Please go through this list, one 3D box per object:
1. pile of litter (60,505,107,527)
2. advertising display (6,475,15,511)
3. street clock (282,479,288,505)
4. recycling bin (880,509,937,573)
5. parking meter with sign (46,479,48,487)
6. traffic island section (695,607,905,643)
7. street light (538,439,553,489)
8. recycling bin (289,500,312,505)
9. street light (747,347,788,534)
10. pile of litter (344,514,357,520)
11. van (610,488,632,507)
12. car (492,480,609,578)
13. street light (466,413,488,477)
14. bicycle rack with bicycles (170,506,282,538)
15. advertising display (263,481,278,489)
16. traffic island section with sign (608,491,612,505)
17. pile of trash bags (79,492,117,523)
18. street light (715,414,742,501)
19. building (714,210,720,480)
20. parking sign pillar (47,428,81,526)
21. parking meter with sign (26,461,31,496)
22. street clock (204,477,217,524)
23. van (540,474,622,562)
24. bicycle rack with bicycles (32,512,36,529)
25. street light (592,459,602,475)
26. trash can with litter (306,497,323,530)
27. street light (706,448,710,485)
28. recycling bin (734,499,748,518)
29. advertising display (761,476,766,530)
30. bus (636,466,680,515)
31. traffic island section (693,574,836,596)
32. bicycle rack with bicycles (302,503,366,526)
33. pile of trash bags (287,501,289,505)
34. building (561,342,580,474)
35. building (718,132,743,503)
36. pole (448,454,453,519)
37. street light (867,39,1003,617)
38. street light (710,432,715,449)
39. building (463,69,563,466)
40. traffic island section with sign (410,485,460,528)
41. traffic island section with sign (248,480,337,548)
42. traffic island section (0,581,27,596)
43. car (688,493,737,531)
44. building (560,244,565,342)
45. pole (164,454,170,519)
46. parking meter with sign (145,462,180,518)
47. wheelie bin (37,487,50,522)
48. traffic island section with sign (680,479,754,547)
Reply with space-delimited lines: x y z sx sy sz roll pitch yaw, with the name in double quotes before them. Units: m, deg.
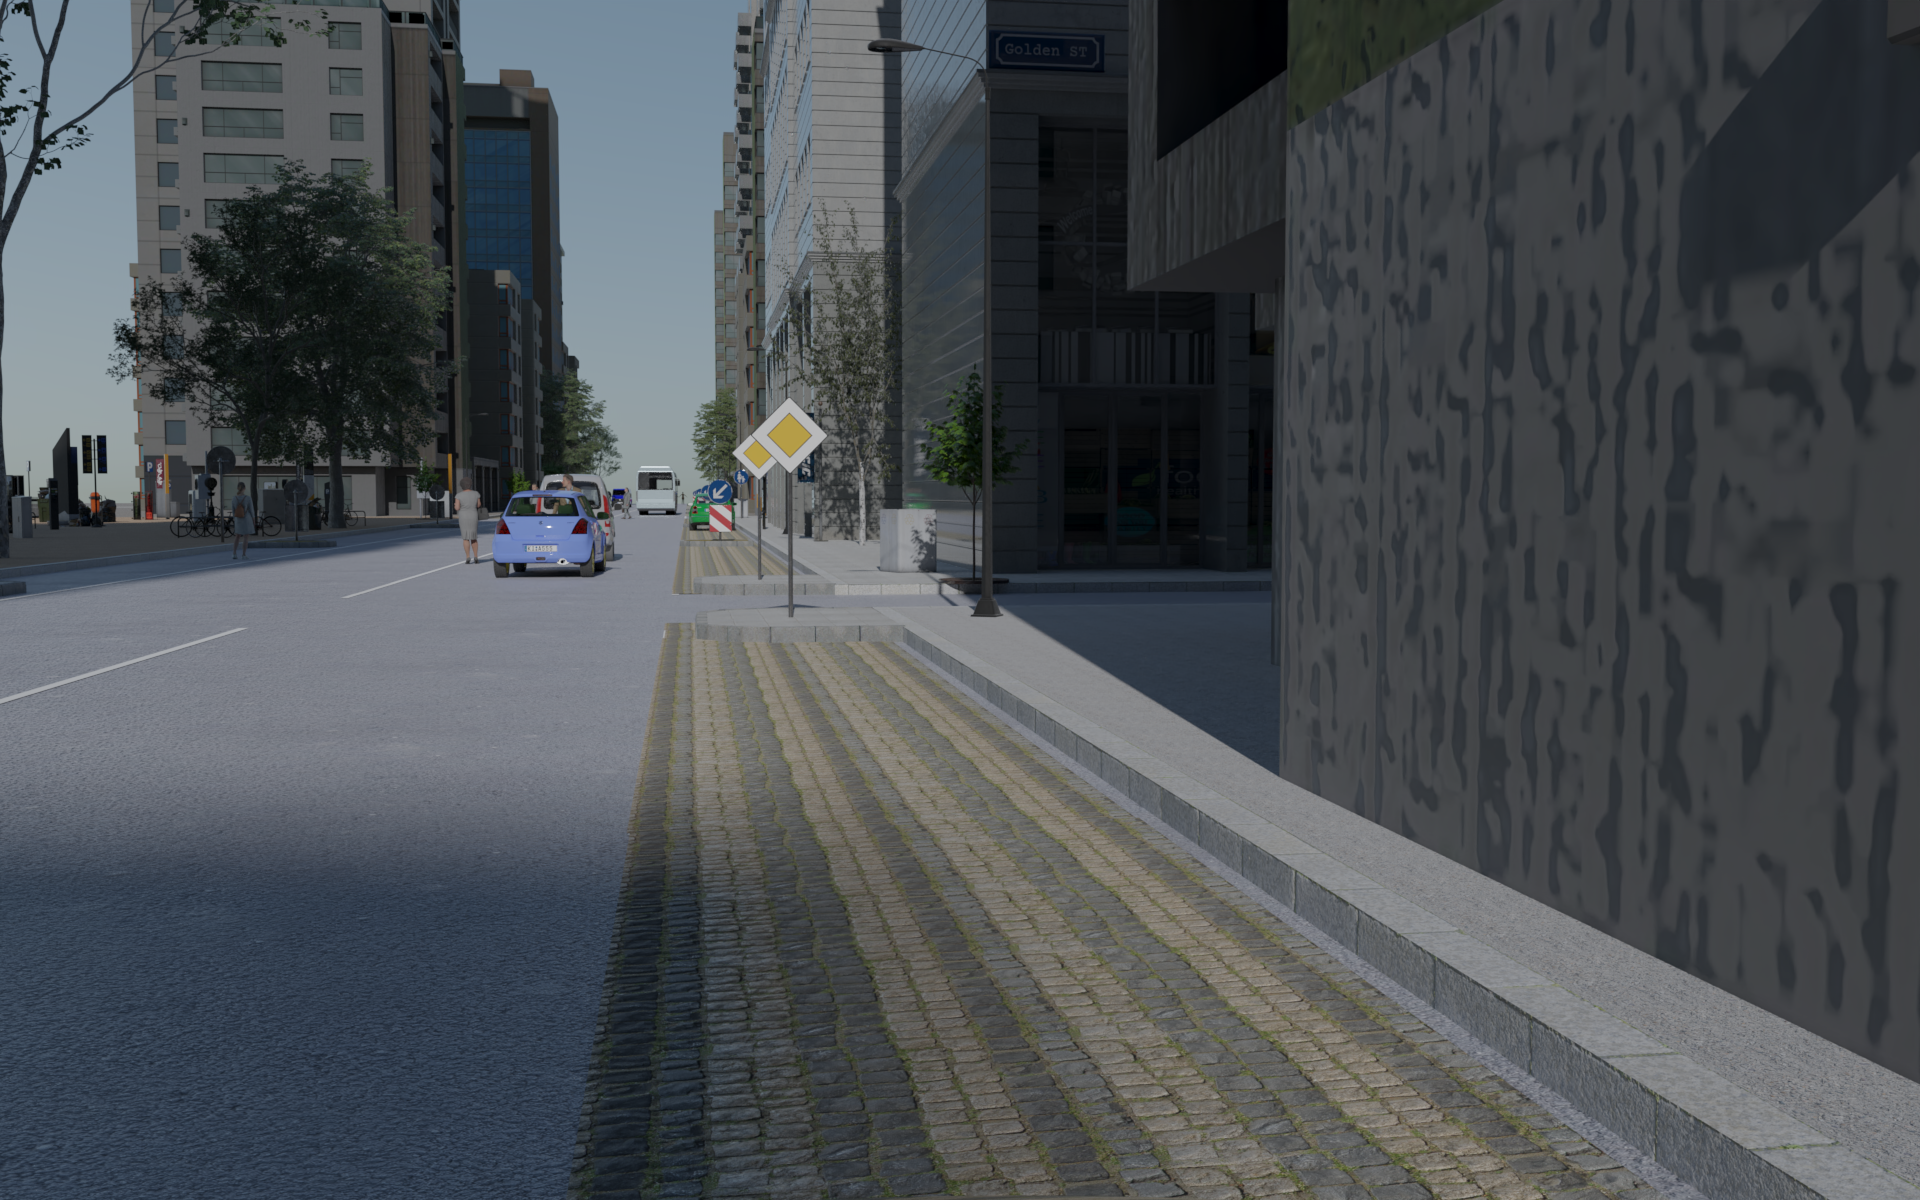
"pile of litter" -34.744 -3.341 68.587 1.719 0.858 1.176 -2 4 -26
"advertising display" -32.223 -3.242 58.225 0.974 1.923 0.123 1 4 10
"street clock" -32.852 -4.880 84.365 0.358 2.002 0.471 -1 4 -10
"recycling bin" -0.854 -0.981 28.595 0.722 1.027 0.722 -2 4 -30
"parking meter with sign" -46.196 -5.632 88.338 1.738 3.016 0.543 2 4 33
"traffic island section" -1.741 0.259 18.039 2.009 0.180 2.903 -1 4 -9
"street light" -34.787 -10.568 145.328 1.470 5.913 1.316 -1 4 -9
"recycling bin" -27.740 -3.689 72.867 0.722 1.027 0.722 0 4 -2
"street light" -6.044 -5.041 54.963 1.470 5.913 1.316 -1 4 -9
"pile of litter" -30.500 -4.354 85.160 1.719 0.858 1.176 -1 4 -22
"van" -36.188 -11.061 185.225 2.240 2.365 5.245 0 4 -7
"car" -7.287 -1.308 30.970 1.945 1.707 3.694 0 4 -7
"street light" -27.791 -7.768 99.553 1.470 5.913 1.316 -1 4 -9
"bicycle rack with bicycles" -22.036 -2.326 51.415 2.925 0.926 2.852 0 4 1
"advertising display" -35.187 -5.090 88.438 0.974 1.923 0.123 2 4 30
"traffic island section with sign" -46.855 -13.613 231.195 1.989 1.847 2.006 -1 4 -9
"pile of trash bags" -39.172 -4.191 78.279 1.912 1.369 3.447 -2 4 -31
"street light" -13.238 -7.812 100.274 1.470 5.913 1.316 -1 4 -9
"building" -28.569 -34.764 251.981 14.154 41.232 14.086 -1 4 -9
"parking sign pillar" -36.638 -5.044 70.937 1.447 3.967 1.447 3 4 38
"parking meter with sign" -49.317 -5.737 90.065 1.738 3.016 0.543 -3 5 -41
"street clock" -32.515 -4.321 75.220 0.358 2.002 0.471 2 4 35
"van" -8.433 -1.895 37.992 2.013 2.044 4.112 -1 4 -11
"bicycle rack with bicycles" -35.186 -3.077 63.693 2.852 0.926 2.925 1 4 9
"street light" -47.677 -15.590 227.429 1.470 5.913 1.316 -1 4 -9
"trash can with litter" -23.148 -3.059 61.397 1.055 1.170 0.624 0 3 0
"street light" -24.942 -12.385 175.030 1.470 5.913 1.316 -1 4 -9
"recycling bin" -11.775 -4.928 93.127 0.722 1.027 0.722 -1 4 -8
"advertising display" -7.150 -3.540 63.089 0.123 1.923 0.974 -1 4 -10
"bus" -21.183 -7.745 121.489 2.948 3.499 13.247 -1 4 -8
"traffic island section" -2.977 -0.223 25.929 2.009 0.180 2.903 -1 4 -9
"bicycle rack with bicycles" -25.281 -3.410 69.136 2.852 0.926 2.925 2 4 24
"pile of trash bags" -36.963 -5.151 93.964 1.912 1.369 3.447 -3 4 -38
"building" -60.772 -22.232 208.531 27.650 21.520 28.899 -1 4 -9
"building" -20.143 -31.556 199.541 14.154 41.232 14.086 -1 4 -9
"pole" -25.961 -5.775 88.257 0.158 3.312 0.155 0 3 0
"street light" -0.252 -2.776 17.928 1.470 5.913 1.316 -1 4 -9
"street light" -17.758 -9.597 129.451 1.470 5.913 1.316 -1 4 -9
"building" -50.583 -32.815 186.639 14.600 45.320 14.200 -1 4 -9
"traffic island section with sign" -22.156 -3.962 73.408 1.989 1.847 2.006 -1 4 -9
"traffic island section with sign" -17.982 -2.333 46.777 1.989 1.847 2.006 -1 4 -9
"traffic island section" -14.430 -0.114 24.147 2.009 0.180 2.903 -1 4 -9
"car" -9.801 -3.655 68.554 1.959 1.807 4.718 0 4 -8
"building" -66.589 -33.147 233.828 32.217 40.220 23.993 -1 4 -9
"pole" -40.436 -5.777 88.294 0.158 3.312 0.155 0 3 0
"parking meter with sign" -43.053 -5.955 93.620 1.738 3.016 0.543 1 4 10
"wheelie bin" -41.430 -4.326 78.641 0.980 1.594 0.693 0 4 -2
"traffic island section with sign" -6.744 -2.398 47.843 1.989 1.847 2.006 -1 4 -9
